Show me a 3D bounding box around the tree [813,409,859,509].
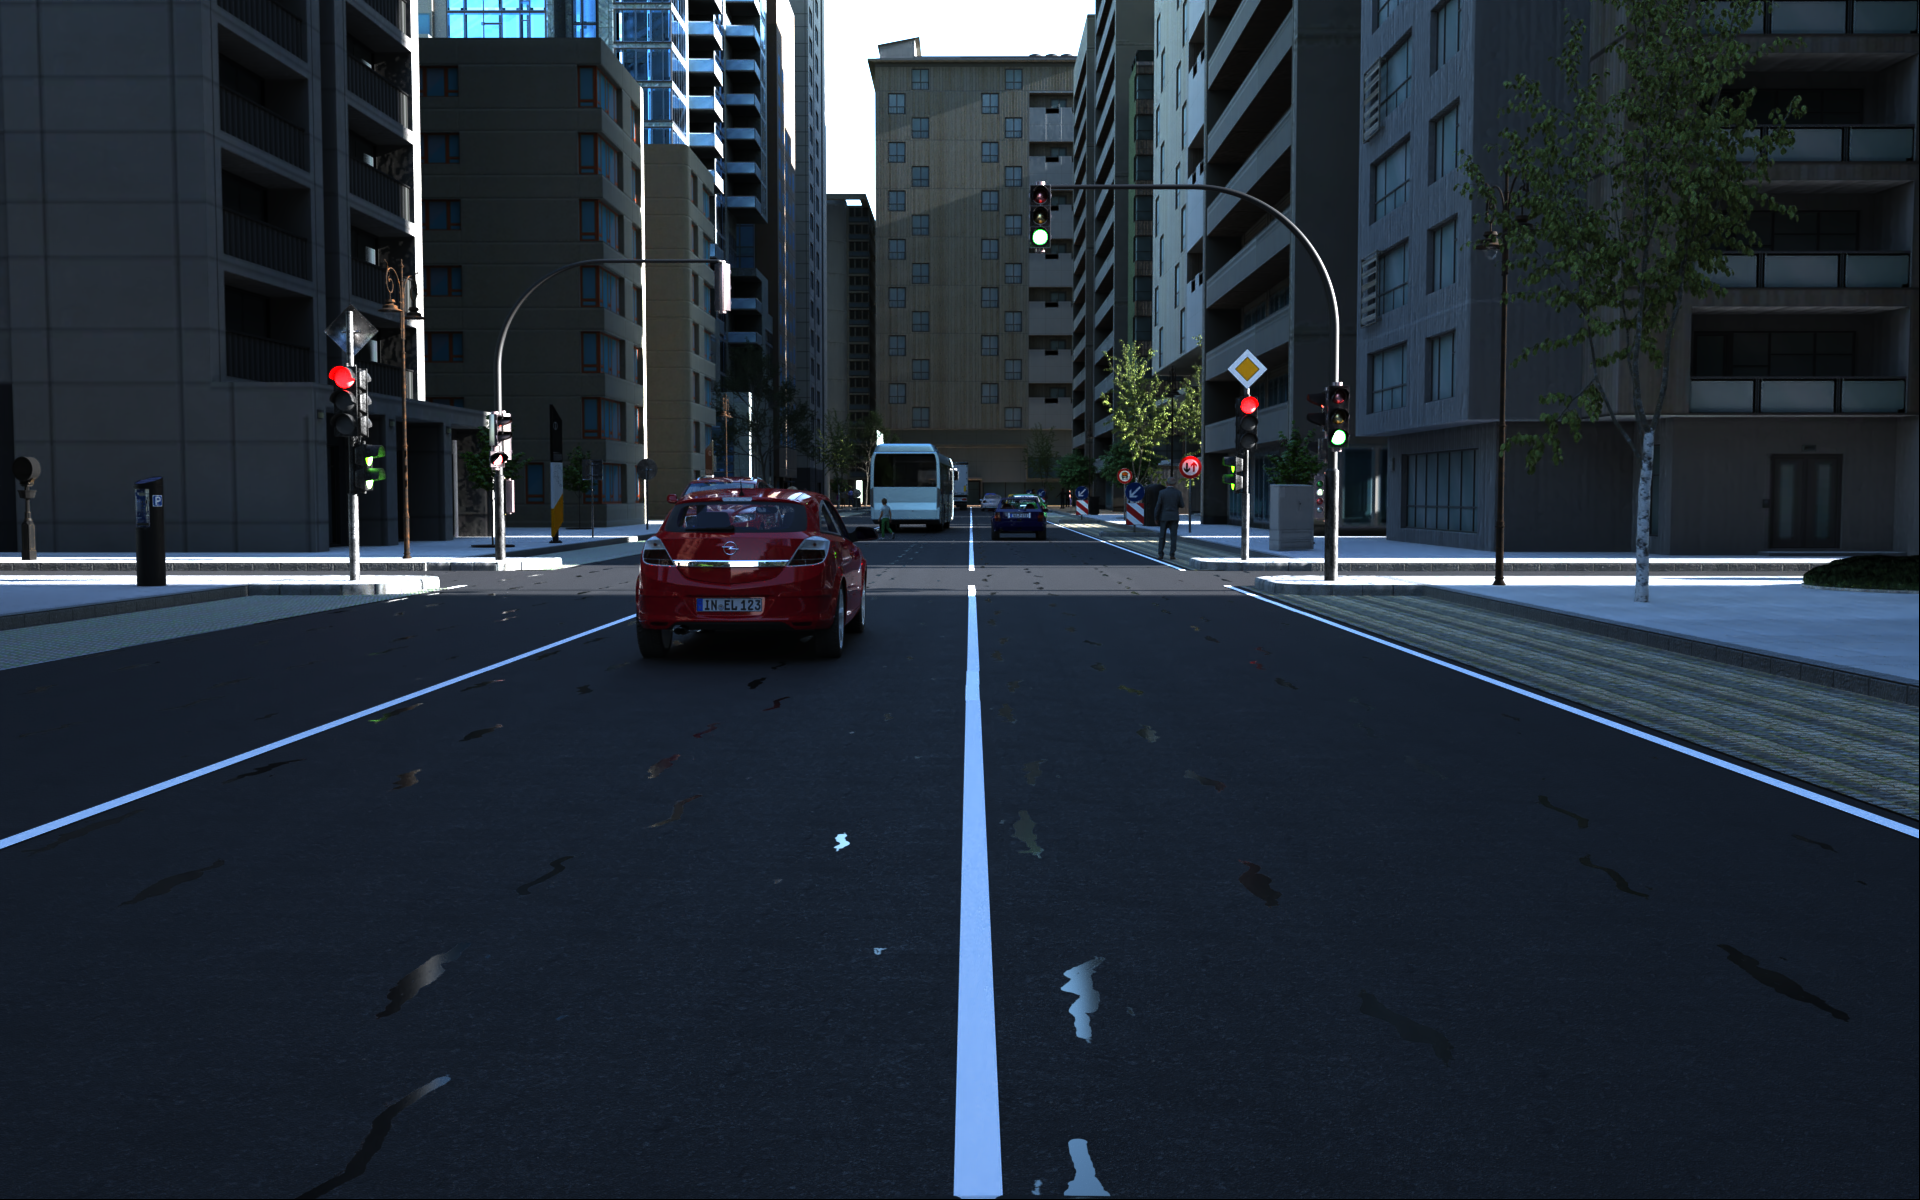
[{"bbox_3d":[-10.436,-12.046,147.322,4.737,8.622,4.395,0,3,0],"label":"tree"}]

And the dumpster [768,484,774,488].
[{"bbox_3d":[-10.570,-5.317,92.697,1.264,1.857,1.865,0,4,1],"label":"dumpster"}]

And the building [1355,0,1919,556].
[{"bbox_3d":[17.835,-21.815,40.264,14.086,41.232,14.154,0,4,0],"label":"building"}]

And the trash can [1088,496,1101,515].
[{"bbox_3d":[8.263,-5.797,106.433,0.748,1.137,0.748,0,3,0],"label":"trash can"}]

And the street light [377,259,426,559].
[{"bbox_3d":[-10.991,-3.759,34.246,0.468,5.910,1.993,0,4,0],"label":"street light"}]

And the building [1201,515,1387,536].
[{"bbox_3d":[20.830,-26.792,61.753,21.300,48.544,21.600,0,4,0],"label":"building"}]

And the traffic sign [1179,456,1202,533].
[{"bbox_3d":[7.649,-3.514,57.559,0.768,2.556,0.104,0,4,6],"label":"traffic sign"}]

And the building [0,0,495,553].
[{"bbox_3d":[-24.273,-37.183,46.188,20.563,71.187,20.611,0,4,0],"label":"building"}]

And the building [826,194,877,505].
[{"bbox_3d":[-22.251,-31.786,211.580,23.993,40.220,32.217,0,4,0],"label":"building"}]

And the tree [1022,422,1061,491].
[{"bbox_3d":[8.437,-13.855,176.896,4.737,8.622,4.395,0,3,0],"label":"tree"}]

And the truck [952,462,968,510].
[{"bbox_3d":[-0.578,-10.302,157.349,2.839,4.237,11.283,0,4,-1],"label":"truck"}]

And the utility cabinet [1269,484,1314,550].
[{"bbox_3d":[7.547,-1.875,39.342,1.173,1.500,0.318,-3,4,-38],"label":"utility cabinet"}]

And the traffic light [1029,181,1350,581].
[{"bbox_3d":[3.381,-3.106,25.454,4.771,5.953,1.251,0,4,0],"label":"traffic light"}]

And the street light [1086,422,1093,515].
[{"bbox_3d":[8.117,-8.291,108.348,0.468,5.910,1.993,0,4,0],"label":"street light"}]

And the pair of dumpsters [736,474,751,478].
[{"bbox_3d":[-10.756,-4.945,83.342,1.574,2.255,4.437,0,4,0],"label":"pair of dumpsters"}]

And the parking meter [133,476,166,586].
[{"bbox_3d":[-11.307,-0.964,24.181,0.372,1.533,0.369,0,3,0],"label":"parking meter"}]

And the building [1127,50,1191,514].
[{"bbox_3d":[18.141,-21.091,116.545,14.160,30.474,14.107,0,4,0],"label":"building"}]

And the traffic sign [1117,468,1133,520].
[{"bbox_3d":[8.106,-5.206,85.224,0.768,2.556,0.104,1,4,8],"label":"traffic sign"}]

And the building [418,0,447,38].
[{"bbox_3d":[-49.656,-33.640,169.619,30.456,49.044,23.786,0,4,0],"label":"building"}]

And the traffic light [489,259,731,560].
[{"bbox_3d":[-6.845,-3.608,33.664,4.771,5.953,1.251,0,4,0],"label":"traffic light"}]

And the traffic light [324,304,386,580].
[{"bbox_3d":[-8.987,-2.247,25.657,0.839,4.253,0.868,0,4,0],"label":"traffic light"}]

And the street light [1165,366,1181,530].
[{"bbox_3d":[7.656,-5.488,62.519,0.468,5.910,1.993,0,4,0],"label":"street light"}]

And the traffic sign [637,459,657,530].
[{"bbox_3d":[-11.260,-3.804,62.296,0.768,2.556,0.104,0,4,6],"label":"traffic sign"}]

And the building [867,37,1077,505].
[{"bbox_3d":[3.480,-37.912,209.093,27.495,52.752,28.713,0,4,0],"label":"building"}]

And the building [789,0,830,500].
[{"bbox_3d":[-24.113,-44.775,170.327,20.611,71.187,20.563,0,4,0],"label":"building"}]

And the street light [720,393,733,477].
[{"bbox_3d":[-10.729,-6.527,79.511,0.468,5.910,1.993,0,4,0],"label":"street light"}]

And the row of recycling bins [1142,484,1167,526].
[{"bbox_3d":[7.869,-3.868,70.354,1.069,1.692,3.534,0,4,3],"label":"row of recycling bins"}]

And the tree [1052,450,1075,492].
[{"bbox_3d":[8.197,-8.522,123.049,4.285,4.588,4.351,0,3,0],"label":"tree"}]

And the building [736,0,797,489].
[{"bbox_3d":[-21.539,-30.373,146.703,14.600,45.320,14.200,0,4,0],"label":"building"}]

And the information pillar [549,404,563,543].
[{"bbox_3d":[-10.556,-3.299,45.293,0.183,3.616,0.504,1,4,18],"label":"information pillar"}]

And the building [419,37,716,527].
[{"bbox_3d":[-27.312,-14.396,80.417,27.650,21.520,28.899,0,4,0],"label":"building"}]

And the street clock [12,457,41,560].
[{"bbox_3d":[-18.100,-1.777,33.621,0.471,2.002,0.358,1,4,13],"label":"street clock"}]

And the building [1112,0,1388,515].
[{"bbox_3d":[21.762,-31.198,133.791,21.300,48.544,21.600,0,4,0],"label":"building"}]

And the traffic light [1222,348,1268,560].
[{"bbox_3d":[5.524,-2.731,33.567,0.839,4.253,0.868,0,4,0],"label":"traffic light"}]

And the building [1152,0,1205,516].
[{"bbox_3d":[25.299,-30.877,94.084,28.713,52.752,27.495,0,4,0],"label":"building"}]

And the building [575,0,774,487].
[{"bbox_3d":[-24.368,-49.534,122.558,22.319,86.520,31.000,0,4,0],"label":"building"}]

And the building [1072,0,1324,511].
[{"bbox_3d":[22.325,-33.395,169.709,21.300,48.544,21.600,0,4,0],"label":"building"}]

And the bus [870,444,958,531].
[{"bbox_3d":[-1.754,-4.580,69.750,2.948,3.499,13.247,0,4,2],"label":"bus"}]

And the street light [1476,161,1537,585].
[{"bbox_3d":[7.591,-3.145,24.208,0.468,5.910,1.993,0,4,0],"label":"street light"}]

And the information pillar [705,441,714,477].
[{"bbox_3d":[-10.982,-5.179,76.028,0.504,3.616,0.183,3,5,43],"label":"information pillar"}]

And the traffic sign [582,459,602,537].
[{"bbox_3d":[-10.864,-3.001,51.189,0.606,2.300,0.079,0,4,2],"label":"traffic sign"}]
